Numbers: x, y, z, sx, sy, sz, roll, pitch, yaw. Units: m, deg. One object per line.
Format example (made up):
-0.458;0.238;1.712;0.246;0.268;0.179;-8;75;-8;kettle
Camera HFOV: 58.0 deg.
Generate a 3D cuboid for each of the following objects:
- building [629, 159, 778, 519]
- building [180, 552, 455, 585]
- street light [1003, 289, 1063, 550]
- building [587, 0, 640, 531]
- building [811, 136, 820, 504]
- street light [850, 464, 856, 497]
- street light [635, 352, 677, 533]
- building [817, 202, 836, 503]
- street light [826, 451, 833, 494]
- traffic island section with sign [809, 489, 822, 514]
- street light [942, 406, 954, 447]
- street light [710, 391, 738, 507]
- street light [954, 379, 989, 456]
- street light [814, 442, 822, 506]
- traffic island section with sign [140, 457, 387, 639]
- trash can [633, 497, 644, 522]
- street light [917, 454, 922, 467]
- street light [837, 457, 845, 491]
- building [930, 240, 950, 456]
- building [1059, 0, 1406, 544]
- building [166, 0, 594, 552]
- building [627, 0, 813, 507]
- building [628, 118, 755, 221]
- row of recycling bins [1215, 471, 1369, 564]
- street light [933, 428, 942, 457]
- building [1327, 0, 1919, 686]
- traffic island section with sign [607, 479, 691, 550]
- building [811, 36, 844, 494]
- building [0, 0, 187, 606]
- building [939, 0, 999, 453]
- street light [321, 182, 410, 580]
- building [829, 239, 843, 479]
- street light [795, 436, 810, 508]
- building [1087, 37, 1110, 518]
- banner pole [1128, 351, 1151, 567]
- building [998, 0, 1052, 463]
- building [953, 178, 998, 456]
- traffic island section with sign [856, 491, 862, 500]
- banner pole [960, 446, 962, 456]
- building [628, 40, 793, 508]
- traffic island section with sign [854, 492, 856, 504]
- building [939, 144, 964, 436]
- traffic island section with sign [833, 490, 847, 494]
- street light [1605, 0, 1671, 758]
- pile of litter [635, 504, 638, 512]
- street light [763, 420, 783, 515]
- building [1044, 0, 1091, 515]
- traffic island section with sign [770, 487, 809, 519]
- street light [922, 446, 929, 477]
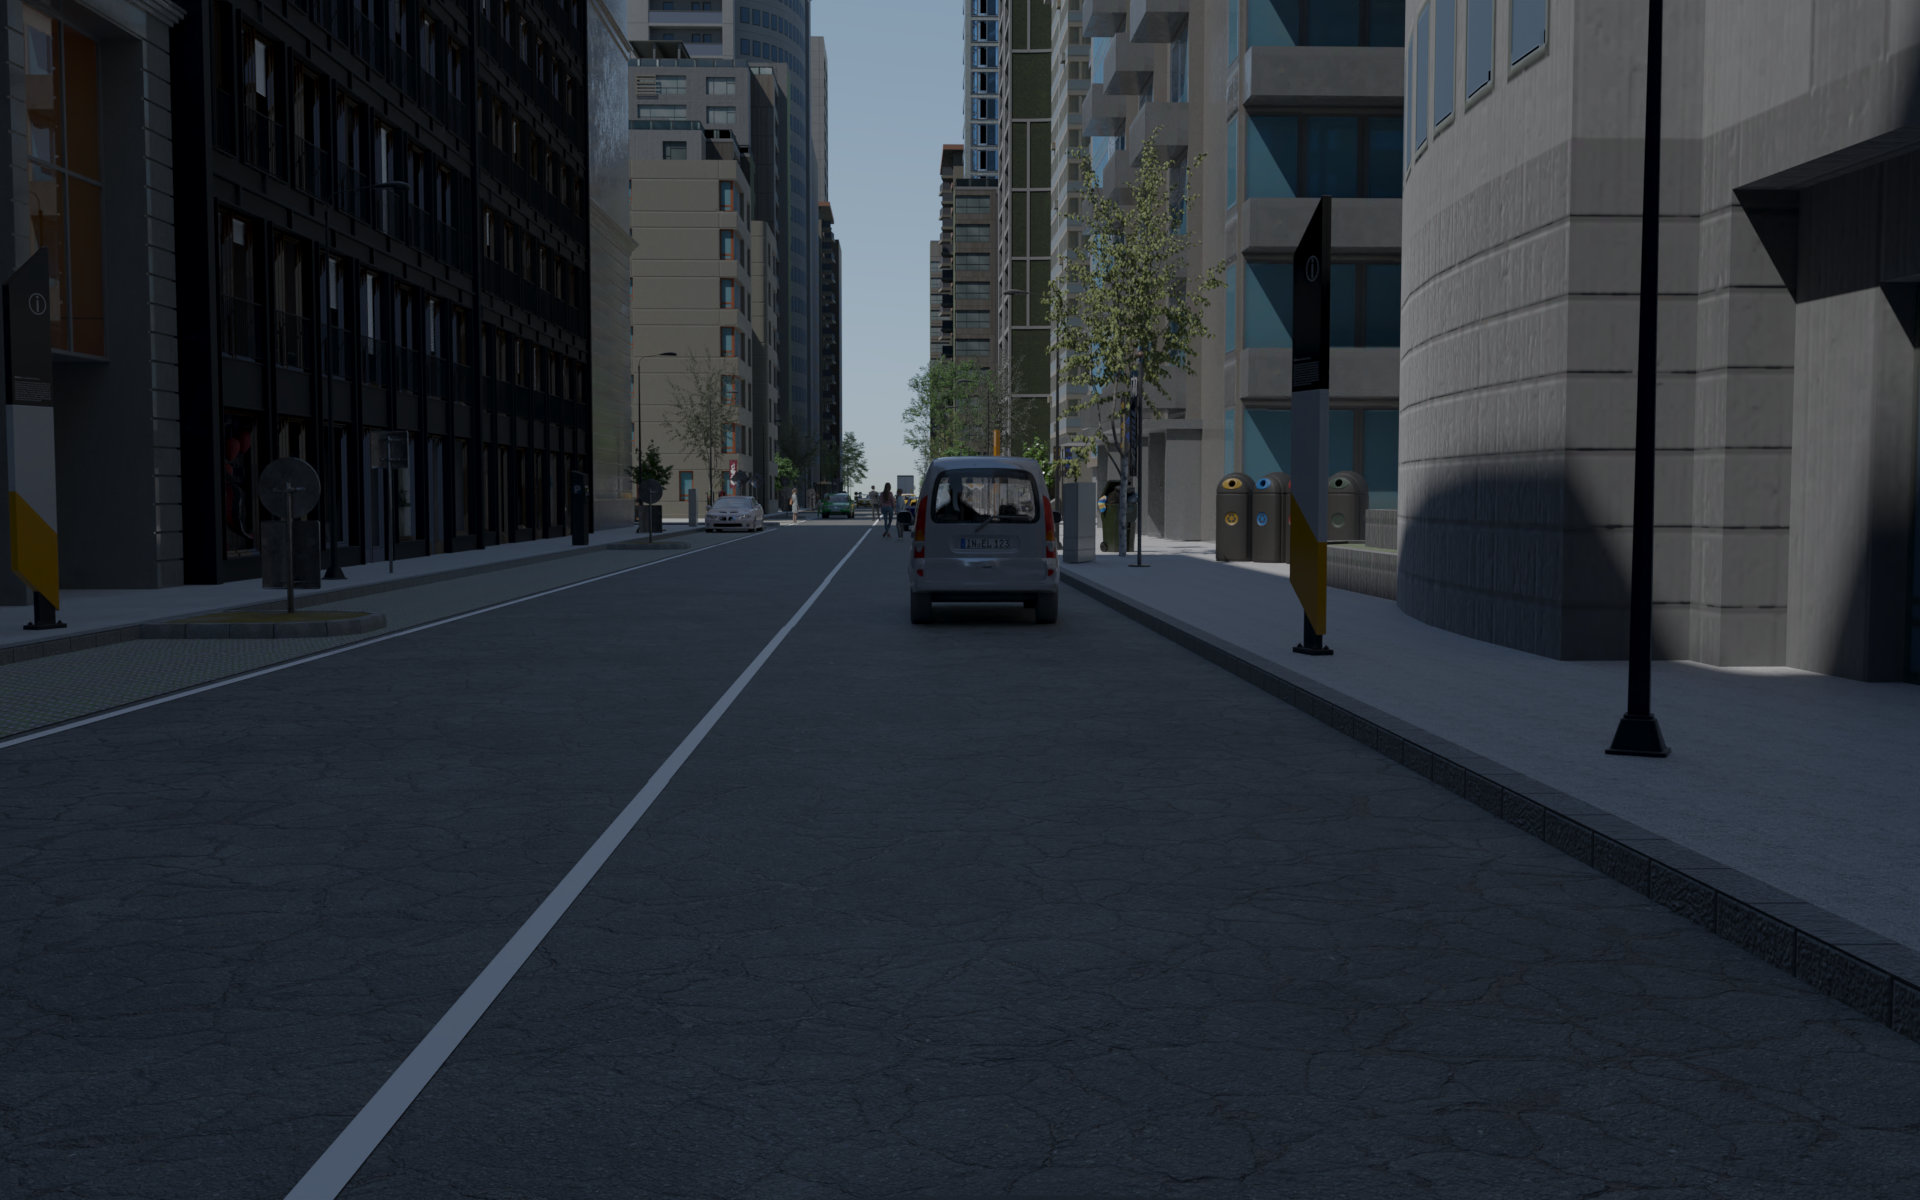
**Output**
-25.853;-15.832;103.893;27.650;21.520;28.899;0;4;-2;building
-16.883;-12.335;31.356;12.332;23.373;15.834;0;4;-2;building
1.682;-4.096;39.505;1.470;5.913;1.316;0;4;-2;street light
-24.858;-16.193;62.013;25.104;27.353;12.463;0;4;-2;building
-24.837;-34.619;216.139;14.600;45.320;14.200;0;4;-2;building
-17.287;-18.069;267.971;1.470;5.913;1.316;0;4;-2;street light
-9.958;-5.154;56.809;1.470;5.913;1.316;0;4;-2;street light
-29.416;-36.516;251.663;22.147;44.769;28.867;0;4;-2;building
-14.408;-13.031;185.593;1.470;5.913;1.316;0;4;-2;street light
-10.916;-7.276;127.583;1.989;1.847;2.006;0;4;-2;traffic island section with sign
-0.050;-7.286;91.664;1.470;5.913;1.316;0;4;-2;street light
-10.657;-6.440;77.834;1.470;5.913;1.316;0;4;-2;street light
0.609;-5.975;70.228;1.470;5.913;1.316;0;4;-2;street light
-13.257;-11.120;154.347;1.470;5.913;1.316;0;4;-2;street light
-7.103;-0.571;17.962;1.989;1.847;2.006;0;4;-2;traffic island section with sign
-14.806;-4.142;79.368;0.748;1.137;0.748;0;3;0;trash can
-3.885;-13.862;199.180;1.470;5.913;1.316;0;4;-2;street light
-15.427;-14.901;216.177;1.470;5.913;1.316;0;4;-2;street light
2.102;-36.488;280.170;14.154;41.232;14.086;0;4;-2;building
15.724;-26.543;53.590;23.786;49.044;30.456;0;4;-2;building
-17.802;-13.332;47.656;12.332;23.373;15.834;0;4;-2;building
-26.596;-39.009;179.794;21.231;58.520;28.212;0;4;-2;building
-23.742;-22.343;137.011;14.160;30.474;14.107;0;4;-2;building
6.116;-1.525;32.044;1.069;1.692;3.534;-3;4;-36;row of recycling bins
-1.219;-9.153;122.192;1.470;5.913;1.316;0;4;-2;street light
15.031;-28.862;13.886;21.231;58.520;28.212;0;4;-2;building
-8.061;-2.230;45.096;1.989;1.847;2.006;0;4;-2;traffic island section with sign
-29.118;-51.239;276.001;20.563;71.187;20.611;0;4;-2;building
-15.709;-14.123;8.412;11.434;29.767;29.804;0;4;-2;building
9.247;-53.177;182.110;22.319;86.520;31.000;0;4;-2;building
-8.869;-3.263;25.883;1.470;5.913;1.316;0;4;-2;street light
-27.152;-39.397;294.242;14.600;45.320;14.200;0;4;-2;building
-12.686;-10.175;138.902;1.470;5.913;1.316;0;4;-2;street light
14.137;-26.656;85.935;14.200;45.320;14.600;0;4;-2;building
3.125;-2.490;30.731;0.401;3.779;0.863;-1;4;-11;banner pole
11.718;-43.014;141.524;20.563;71.187;20.611;0;4;-2;building
6.342;-23.819;161.138;14.160;30.474;14.107;0;4;-2;building
-16.468;-17.060;287.565;1.989;1.847;2.006;0;4;-2;traffic island section with sign
0.039;-6.126;90.174;0.401;3.779;0.863;0;4;-4;banner pole
-22.945;-29.097;159.326;14.154;41.232;14.086;0;4;-2;building
-13.583;-11.994;204.731;1.989;1.847;2.006;0;4;-2;traffic island section with sign
8.554;-34.216;214.051;22.147;44.769;28.867;0;4;-2;building
-12.641;-10.330;177.522;1.989;1.847;2.006;0;4;-2;traffic island section with sign
2.823;-2.193;8.400;1.470;5.913;1.316;0;4;-2;street light
-15.279;-4.200;82.627;1.719;0.858;1.176;-2;4;-25;pile of litter
-11.739;-8.307;108.366;1.470;5.913;1.316;0;4;-2;street light
18.526;-25.529;109.278;32.217;40.220;23.993;0;4;-2;building
-9.973;-5.614;100.412;1.989;1.847;2.006;0;4;-2;traffic island section with sign
-2.716;-11.933;167.643;1.470;5.913;1.316;0;4;-2;street light
